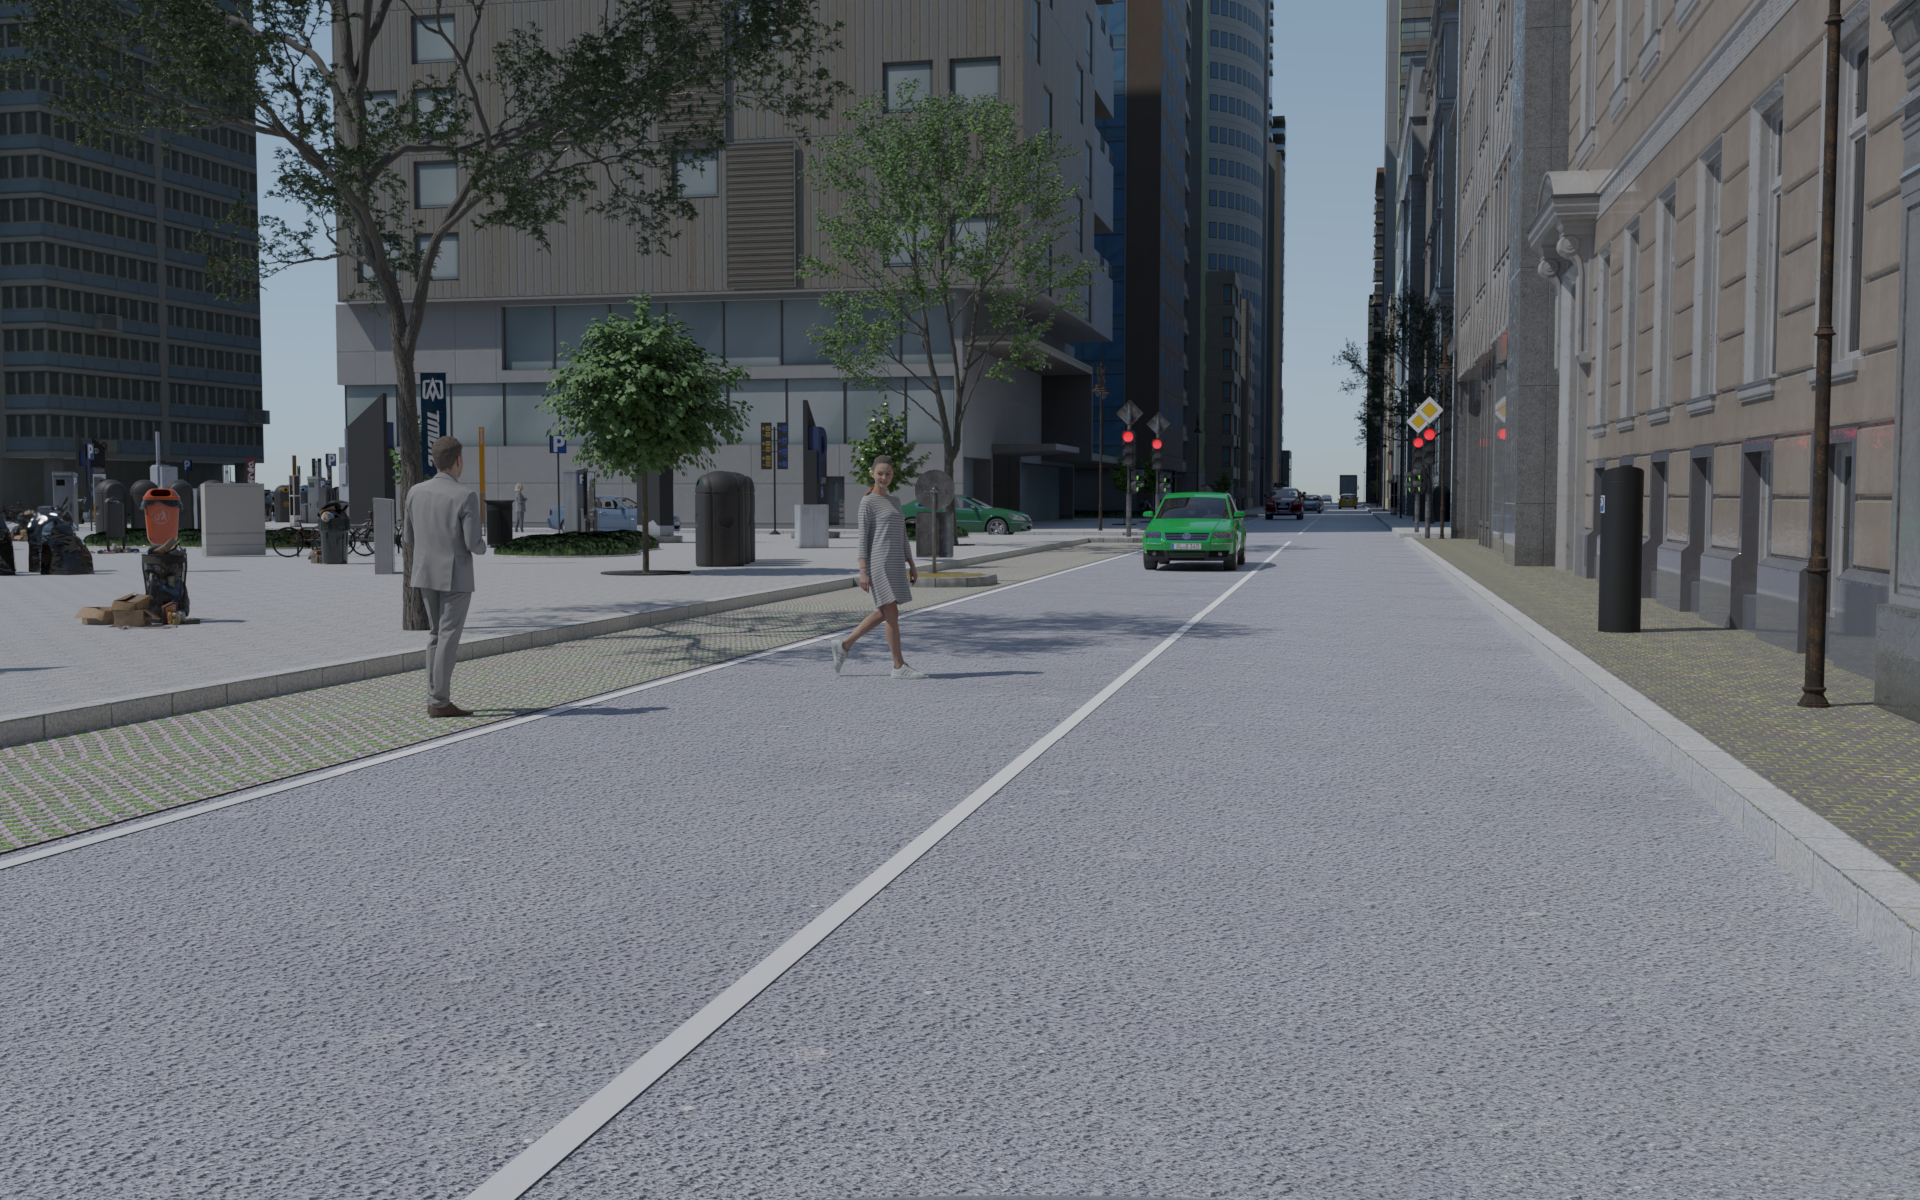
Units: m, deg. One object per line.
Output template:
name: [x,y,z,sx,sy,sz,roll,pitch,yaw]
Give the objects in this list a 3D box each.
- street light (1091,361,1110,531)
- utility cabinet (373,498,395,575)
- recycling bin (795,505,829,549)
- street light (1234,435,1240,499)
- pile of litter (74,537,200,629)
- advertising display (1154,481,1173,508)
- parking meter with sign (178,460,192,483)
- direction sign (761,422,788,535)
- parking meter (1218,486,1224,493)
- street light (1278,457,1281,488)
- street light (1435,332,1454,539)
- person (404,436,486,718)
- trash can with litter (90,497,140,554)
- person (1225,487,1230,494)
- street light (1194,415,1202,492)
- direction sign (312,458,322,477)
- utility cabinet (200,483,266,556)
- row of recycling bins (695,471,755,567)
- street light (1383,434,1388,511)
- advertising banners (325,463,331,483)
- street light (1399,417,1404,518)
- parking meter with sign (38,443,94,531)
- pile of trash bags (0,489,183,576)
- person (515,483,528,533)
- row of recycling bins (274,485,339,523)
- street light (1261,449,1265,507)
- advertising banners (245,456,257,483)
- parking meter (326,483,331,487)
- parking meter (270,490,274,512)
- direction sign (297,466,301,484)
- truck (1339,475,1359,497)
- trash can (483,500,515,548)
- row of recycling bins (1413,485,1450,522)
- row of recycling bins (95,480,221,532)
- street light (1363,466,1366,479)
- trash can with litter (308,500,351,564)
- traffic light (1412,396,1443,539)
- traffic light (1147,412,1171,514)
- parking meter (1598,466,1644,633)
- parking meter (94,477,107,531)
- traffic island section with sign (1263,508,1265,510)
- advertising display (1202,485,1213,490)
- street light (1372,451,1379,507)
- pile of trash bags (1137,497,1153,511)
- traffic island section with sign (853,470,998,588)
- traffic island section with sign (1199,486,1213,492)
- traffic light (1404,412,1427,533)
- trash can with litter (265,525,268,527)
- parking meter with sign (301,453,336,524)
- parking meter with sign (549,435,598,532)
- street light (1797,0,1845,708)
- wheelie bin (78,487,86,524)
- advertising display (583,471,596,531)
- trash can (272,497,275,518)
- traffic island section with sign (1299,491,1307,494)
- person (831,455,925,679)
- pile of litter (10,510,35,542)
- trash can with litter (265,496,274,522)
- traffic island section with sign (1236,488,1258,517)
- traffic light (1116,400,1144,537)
street light: [4.916,-5.362,60.453,0.468,5.910,1.993,1,4,13]
utility cabinet: [-9.315,-1.034,28.061,0.306,1.237,1.020,-1,4,-16]
recycling bin: [-3.526,-1.750,41.161,0.722,1.027,0.722,-1,4,-13]
street light: [21.604,-9.918,134.947,0.468,5.910,1.993,1,4,13]
pile of litter: [-8.121,-0.193,17.122,1.176,0.858,1.719,-1,4,-15]
advertising display: [10.213,-5.004,87.034,0.974,1.923,0.123,2,4,28]
parking meter with sign: [-39.707,-5.583,87.544,0.543,3.016,1.738,2,4,27]
direction sign: [-5.859,-3.838,54.745,0.876,3.537,0.379,1,4,10]
parking meter: [18.179,-7.024,120.550,0.255,1.863,0.399,-2,4,-23]
street light: [39.842,-14.880,216.074,0.468,5.910,1.993,1,4,13]
street light: [13.809,-4.689,49.450,0.468,5.910,1.993,1,4,13]
person: [-3.256,-0.152,11.178,0.606,1.804,0.583,1,4,20]
trash can with litter: [-18.615,-1.613,37.433,1.678,1.210,2.233,1,4,12]
person: [15.193,-5.558,99.214,0.795,1.843,0.661,1,4,16]
street light: [13.659,-7.756,99.595,0.468,5.910,1.993,1,4,13]
direction sign: [-40.585,-7.177,109.337,0.876,3.537,0.379,2,4,30]
utility cabinet: [-14.914,-1.643,35.541,1.173,1.500,0.318,-3,5,-39]
row of recycling bins: [-4.313,-1.527,32.083,1.069,1.692,3.534,0,4,-4]
street light: [31.972,-9.641,130.411,0.468,5.910,1.993,1,4,13]
advertising banners: [-35.059,-6.199,97.549,0.090,3.025,2.074,1,4,17]
street light: [23.260,-7.244,91.223,0.468,5.910,1.993,1,4,13]
parking meter with sign: [-30.839,-3.879,59.690,1.738,3.016,0.543,0,4,-6]
pile of trash bags: [-14.484,-1.122,28.103,3.447,1.369,1.912,-1,4,-21]
person: [-14.709,-3.025,58.149,0.526,1.800,0.537,0,4,-4]
row of recycling bins: [-29.189,-4.355,78.322,3.534,1.692,1.069,0,4,-5]
street light: [30.429,-12.311,174.071,0.468,5.910,1.993,1,4,13]
advertising banners: [-33.600,-5.141,80.247,2.074,3.025,0.090,-3,4,-38]
parking meter: [-32.811,-5.154,89.981,0.255,1.863,0.399,1,4,10]
parking meter: [-48.720,-6.989,122.685,0.372,1.533,0.369,0,3,0]
direction sign: [-52.764,-8.947,138.279,0.379,3.537,0.876,0,4,-6]
truck: [57.588,-16.374,256.623,2.839,4.237,11.283,1,4,14]
trash can: [-10.994,-1.817,41.360,0.748,1.137,0.748,0,3,0]
row of recycling bins: [22.755,-4.465,80.112,3.534,1.692,1.069,2,4,25]
row of recycling bins: [-23.076,-2.633,50.170,3.534,1.692,1.069,-2,4,-31]
street light: [58.240,-16.789,247.283,0.468,5.910,1.993,1,4,13]
trash can with litter: [-11.666,-1.251,31.838,1.055,1.170,0.624,3,5,41]
traffic light: [13.479,-3.729,49.895,0.839,4.253,0.868,1,4,13]
traffic light: [6.817,-4.320,59.548,0.839,4.253,0.868,1,4,13]
parking meter: [6.153,-0.472,16.121,0.372,1.533,0.369,0,3,0]
parking meter: [-28.749,-3.197,57.980,0.399,1.863,0.255,2,4,30]
traffic island section with sign: [28.387,-9.020,156.102,1.989,1.847,2.006,1,4,13]
advertising display: [17.448,-7.165,122.366,0.974,1.923,0.123,3,5,43]
street light: [40.051,-11.826,166.145,0.468,5.910,1.993,1,4,13]
pile of trash bags: [11.034,-5.074,92.710,3.447,1.369,1.912,2,4,28]
traffic island section with sign: [-0.471,-1.142,27.293,1.989,1.847,2.006,1,4,13]
traffic island section with sign: [11.510,-4.414,80.798,1.989,1.847,2.006,1,4,13]
traffic light: [15.225,-4.206,57.688,0.839,4.253,0.868,1,4,13]
trash can with litter: [-30.624,-3.811,73.369,2.233,1.210,1.678,2,4,27]
parking meter with sign: [-27.762,-4.802,74.768,1.738,3.016,0.543,2,4,24]
parking meter with sign: [-11.182,-3.308,50.353,1.738,3.016,0.543,3,5,42]
street light: [5.159,-2.294,10.287,0.468,5.910,1.993,1,4,13]
wheelie bin: [-37.791,-4.028,73.770,0.693,1.594,0.980,3,5,41]
advertising display: [-10.420,-2.660,48.712,0.123,1.923,0.974,0,4,1]
trash can: [-37.174,-5.065,94.470,0.748,1.137,0.748,0,3,0]
traffic island section with sign: [52.606,-15.632,264.202,1.989,1.847,2.006,1,4,13]
person: [-0.644,-0.257,13.455,0.760,1.731,0.466,0,4,6]
pile of litter: [-25.529,-2.023,47.033,1.719,0.858,1.176,2,4,34]
trash can with litter: [-31.989,-4.194,79.966,0.624,1.170,1.055,-1,4,-19]
traffic island section with sign: [17.494,-6.046,107.485,1.989,1.847,2.006,1,4,13]
traffic light: [5.071,-3.843,51.756,0.839,4.253,0.868,1,4,13]
